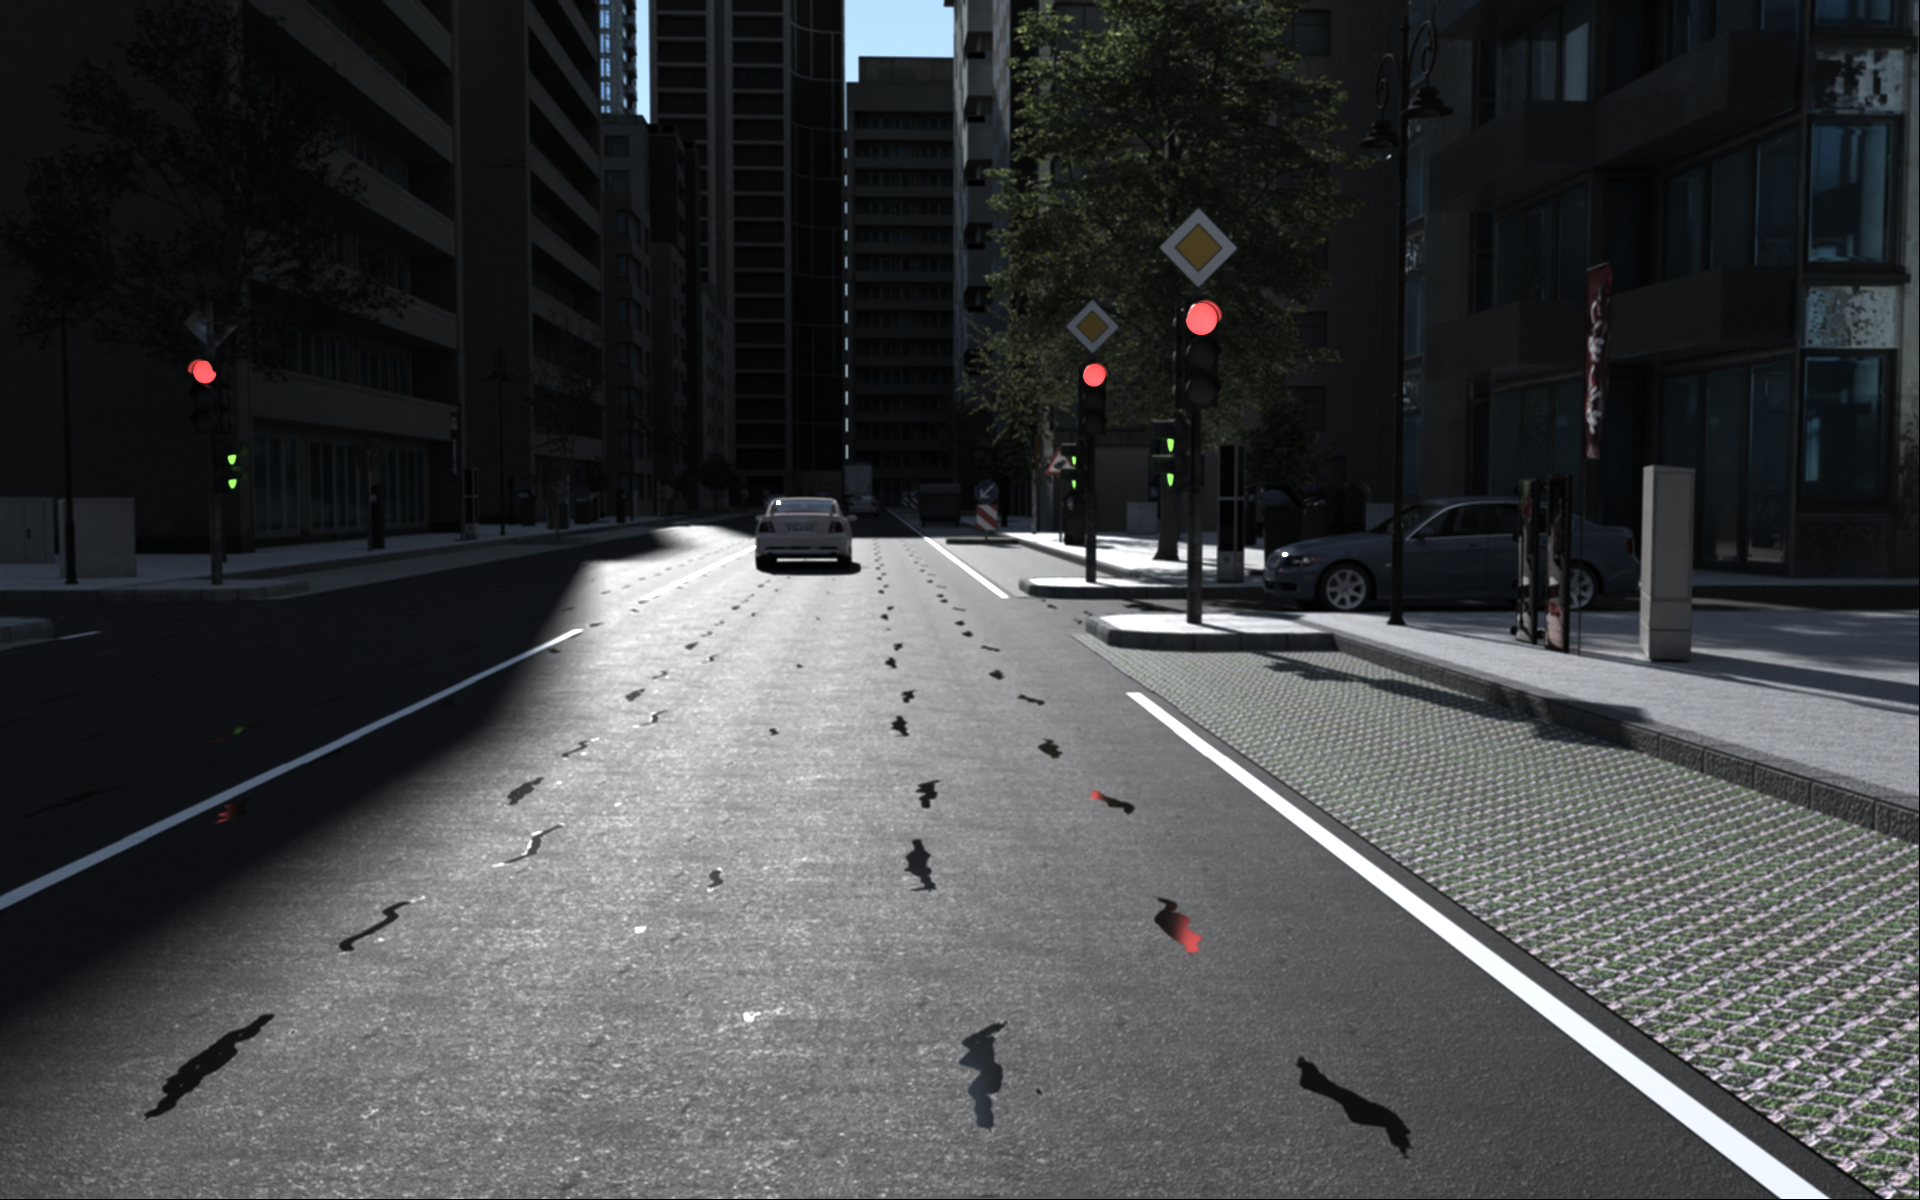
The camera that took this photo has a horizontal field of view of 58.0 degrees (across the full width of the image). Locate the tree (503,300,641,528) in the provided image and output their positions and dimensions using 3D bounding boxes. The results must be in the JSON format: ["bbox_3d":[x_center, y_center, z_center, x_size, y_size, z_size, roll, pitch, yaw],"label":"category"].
[{"bbox_3d":[-15.071,-7.061,65.812,4.360,8.622,3.978,0,3,0],"label":"tree"}]

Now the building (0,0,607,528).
[{"bbox_3d":[-29.260,-27.999,81.484,21.300,48.544,21.600,0,4,-3],"label":"building"}]

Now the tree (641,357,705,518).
[{"bbox_3d":[-16.164,-8.790,94.077,4.360,8.622,3.978,0,3,0],"label":"tree"}]

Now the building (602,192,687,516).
[{"bbox_3d":[-33.339,-16.394,113.082,27.650,21.520,28.899,0,4,-3],"label":"building"}]

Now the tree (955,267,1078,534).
[{"bbox_3d":[2.197,-6.410,55.165,4.360,8.622,3.978,0,3,0],"label":"tree"}]

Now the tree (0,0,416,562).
[{"bbox_3d":[-14.056,-5.969,32.004,8.767,10.594,7.601,1,4,11],"label":"tree"}]

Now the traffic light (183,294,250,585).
[{"bbox_3d":[-10.507,-2.171,24.417,0.839,4.253,0.868,0,4,-3],"label":"traffic light"}]

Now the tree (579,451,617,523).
[{"bbox_3d":[-16.503,-5.119,78.296,1.663,3.219,1.824,0,3,0],"label":"tree"}]

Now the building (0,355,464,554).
[{"bbox_3d":[-26.588,-25.799,45.511,21.300,48.544,21.600,0,4,-3],"label":"building"}]

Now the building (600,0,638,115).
[{"bbox_3d":[-49.013,-53.809,192.441,31.000,86.520,22.319,0,4,-3],"label":"building"}]

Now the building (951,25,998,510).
[{"bbox_3d":[11.223,-50.009,130.321,22.319,86.520,31.000,0,4,-3],"label":"building"}]

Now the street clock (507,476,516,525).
[{"bbox_3d":[-18.408,-4.066,71.049,0.358,2.002,0.471,0,4,-7],"label":"street clock"}]

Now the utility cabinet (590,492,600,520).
[{"bbox_3d":[-18.258,-4.695,85.441,0.318,1.500,1.173,2,4,25],"label":"utility cabinet"}]

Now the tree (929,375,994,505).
[{"bbox_3d":[0.013,-9.545,106.426,4.737,8.622,4.395,0,3,0],"label":"tree"}]

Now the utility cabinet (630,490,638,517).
[{"bbox_3d":[-17.853,-5.269,94.823,0.318,1.500,1.173,-1,4,-16],"label":"utility cabinet"}]

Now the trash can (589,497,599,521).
[{"bbox_3d":[-17.549,-4.327,82.398,0.748,1.137,0.748,0,3,0],"label":"trash can"}]

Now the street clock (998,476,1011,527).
[{"bbox_3d":[1.734,-3.864,67.747,0.471,2.002,0.358,-2,4,-30],"label":"street clock"}]

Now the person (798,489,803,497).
[{"bbox_3d":[-14.103,-8.861,153.003,0.705,1.869,1.348,1,4,18],"label":"person"}]

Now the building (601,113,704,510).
[{"bbox_3d":[-27.813,-22.221,135.007,14.160,30.474,14.107,0,4,-3],"label":"building"}]

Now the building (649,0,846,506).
[{"bbox_3d":[-23.207,-46.198,193.587,20.611,71.187,20.563,0,4,-3],"label":"building"}]

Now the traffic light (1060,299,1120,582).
[{"bbox_3d":[1.886,-2.212,25.094,0.839,4.253,0.868,0,4,-3],"label":"traffic light"}]

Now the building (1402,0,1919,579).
[{"bbox_3d":[24.843,-25.403,34.951,30.456,49.044,23.786,0,4,-3],"label":"building"}]

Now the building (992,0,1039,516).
[{"bbox_3d":[9.437,-28.044,108.631,14.600,45.320,14.200,0,4,-3],"label":"building"}]

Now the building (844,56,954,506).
[{"bbox_3d":[-2.188,-35.031,196.463,21.600,48.544,21.300,0,4,-3],"label":"building"}]

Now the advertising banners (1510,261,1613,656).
[{"bbox_3d":[4.889,-1.097,14.125,0.090,3.025,2.074,0,3,0],"label":"advertising banners"}]

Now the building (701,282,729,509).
[{"bbox_3d":[-36.914,-19.186,158.733,28.899,21.520,27.650,0,4,-3],"label":"building"}]

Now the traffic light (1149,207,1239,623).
[{"bbox_3d":[2.313,-1.725,17.120,0.839,4.253,0.868,0,4,-3],"label":"traffic light"}]

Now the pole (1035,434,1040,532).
[{"bbox_3d":[2.637,-3.996,59.177,0.158,3.312,0.155,0,3,0],"label":"pole"}]

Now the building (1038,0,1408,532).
[{"bbox_3d":[9.782,-23.309,64.697,14.154,41.232,14.086,0,4,-3],"label":"building"}]

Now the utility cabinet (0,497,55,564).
[{"bbox_3d":[-17.307,-1.275,32.009,1.020,1.237,0.306,0,4,6],"label":"utility cabinet"}]

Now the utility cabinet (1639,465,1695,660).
[{"bbox_3d":[5.598,-0.307,13.702,0.318,1.500,1.173,1,4,18],"label":"utility cabinet"}]

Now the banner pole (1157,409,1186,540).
[{"bbox_3d":[5.916,-3.583,48.600,0.863,3.779,0.401,1,4,18],"label":"banner pole"}]

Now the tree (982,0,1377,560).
[{"bbox_3d":[4.094,-7.075,33.809,7.486,12.596,7.792,0,3,0],"label":"tree"}]

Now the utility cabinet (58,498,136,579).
[{"bbox_3d":[-13.202,-0.939,26.507,1.020,1.237,0.306,-3,5,-44],"label":"utility cabinet"}]

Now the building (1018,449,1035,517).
[{"bbox_3d":[14.155,-39.823,89.353,20.563,71.187,20.611,0,4,-3],"label":"building"}]

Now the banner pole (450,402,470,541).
[{"bbox_3d":[-13.625,-3.482,46.951,0.401,3.779,0.863,0,4,8],"label":"banner pole"}]

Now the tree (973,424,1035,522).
[{"bbox_3d":[2.060,-5.908,80.317,4.285,4.588,4.351,0,3,0],"label":"tree"}]

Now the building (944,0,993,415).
[{"bbox_3d":[13.438,-34.952,160.704,28.713,52.752,27.495,0,4,-3],"label":"building"}]

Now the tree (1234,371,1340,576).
[{"bbox_3d":[5.190,-2.005,27.381,1.663,3.219,1.824,0,3,0],"label":"tree"}]

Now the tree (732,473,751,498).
[{"bbox_3d":[-19.897,-9.884,156.203,1.663,3.219,1.824,0,3,0],"label":"tree"}]

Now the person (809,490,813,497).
[{"bbox_3d":[-12.596,-8.450,146.676,0.705,1.821,1.348,0,4,7],"label":"person"}]

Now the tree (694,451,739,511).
[{"bbox_3d":[-18.449,-9.024,131.249,4.285,4.588,4.351,0,3,0],"label":"tree"}]

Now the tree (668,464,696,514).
[{"bbox_3d":[-17.958,-7.267,113.418,1.663,3.219,1.824,0,3,0],"label":"tree"}]
